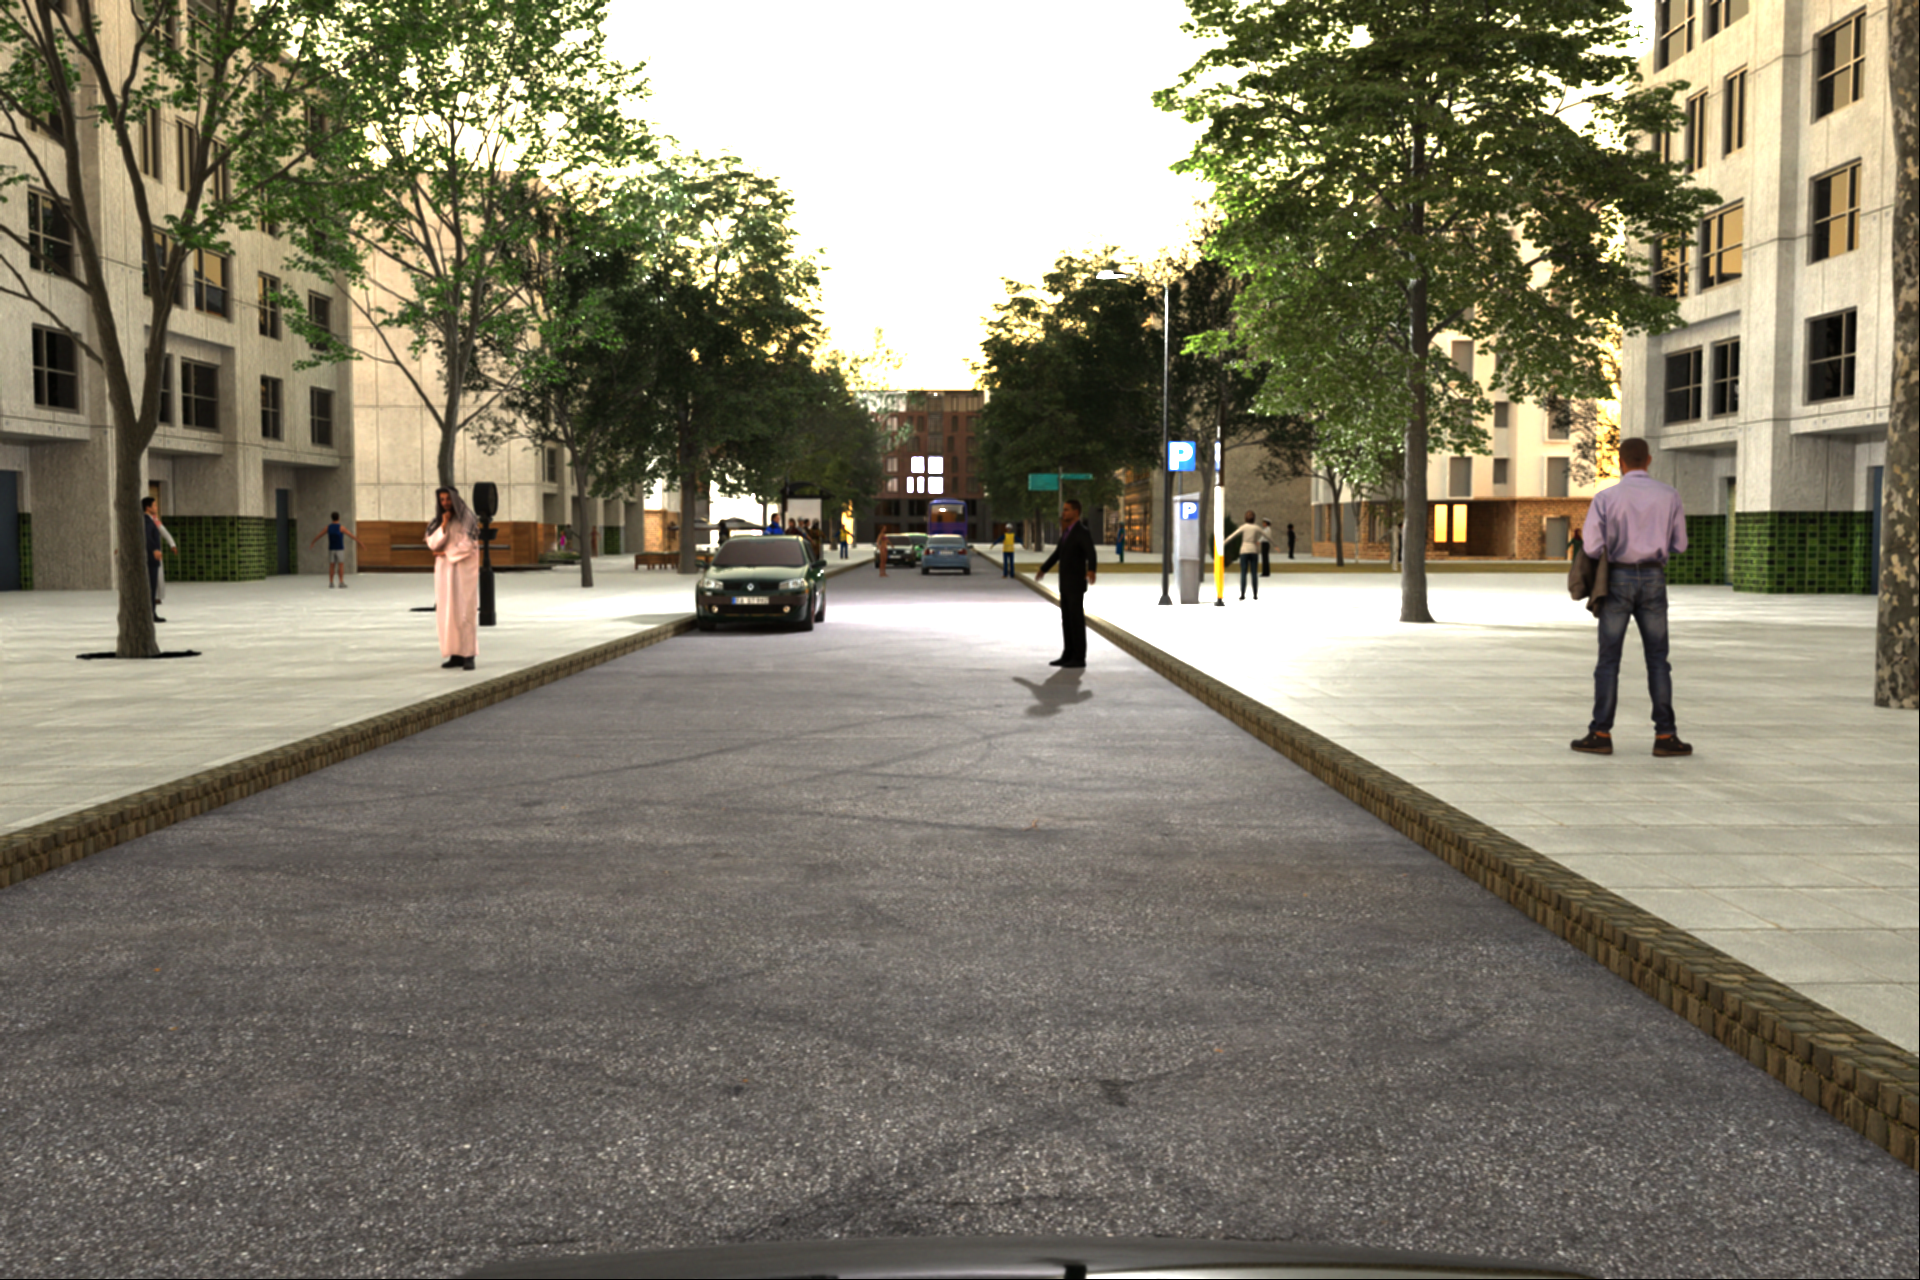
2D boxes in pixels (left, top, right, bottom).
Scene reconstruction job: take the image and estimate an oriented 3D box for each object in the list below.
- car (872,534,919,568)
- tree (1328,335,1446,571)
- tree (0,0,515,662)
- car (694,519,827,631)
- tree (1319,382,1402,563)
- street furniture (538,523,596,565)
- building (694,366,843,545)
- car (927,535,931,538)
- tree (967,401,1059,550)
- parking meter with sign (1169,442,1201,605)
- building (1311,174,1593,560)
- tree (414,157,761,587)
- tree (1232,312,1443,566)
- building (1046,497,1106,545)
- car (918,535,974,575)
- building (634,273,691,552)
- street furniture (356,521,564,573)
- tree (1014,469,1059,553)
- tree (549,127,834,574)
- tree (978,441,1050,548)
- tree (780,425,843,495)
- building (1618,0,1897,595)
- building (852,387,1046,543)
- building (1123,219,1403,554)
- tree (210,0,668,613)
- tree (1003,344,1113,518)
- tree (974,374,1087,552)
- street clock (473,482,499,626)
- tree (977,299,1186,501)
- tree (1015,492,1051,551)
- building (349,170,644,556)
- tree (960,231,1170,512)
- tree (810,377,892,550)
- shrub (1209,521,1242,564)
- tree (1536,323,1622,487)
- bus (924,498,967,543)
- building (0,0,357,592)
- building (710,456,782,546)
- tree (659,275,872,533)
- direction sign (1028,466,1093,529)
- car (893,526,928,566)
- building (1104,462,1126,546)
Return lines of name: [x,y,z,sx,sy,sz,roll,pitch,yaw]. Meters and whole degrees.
car: [-2.754,-3.943,74.254,2.009,1.686,4.222,0,4,-1]
tree: [15.484,-6.738,60.529,4.360,8.622,3.978,0,3,0]
tree: [-8.571,-5.632,17.842,9.928,11.665,9.643,0,3,0]
car: [-3.032,-1.043,26.838,2.009,1.686,4.222,0,4,-1]
tree: [17.626,-7.707,76.372,4.737,8.622,4.395,0,3,0]
street furniture: [-18.870,-4.074,73.462,11.010,1.723,9.812,0,4,-7]
building: [-29.910,-23.259,224.265,27.936,21.610,32.646,0,4,-1]
car: [-2.199,-5.576,103.530,2.083,1.381,4.827,0,4,0]
tree: [5.549,-14.379,141.748,9.857,13.997,8.962,0,3,0]
parking meter with sign: [4.164,-2.184,31.976,0.543,3.016,1.738,0,3,0]
building: [25.249,-14.752,97.608,16.016,20.090,11.380,0,4,0]
tree: [-9.055,-6.573,41.884,8.767,10.594,7.601,-1,4,-12]
tree: [15.101,-8.228,68.941,8.767,10.594,7.601,-1,4,-10]
building: [24.797,-23.080,221.334,27.936,21.610,32.646,0,4,0]
car: [-0.501,-3.063,62.084,2.014,1.417,4.499,0,4,0]
building: [-26.341,-16.506,126.295,16.016,20.090,11.380,0,4,-1]
street furniture: [-18.577,-3.340,61.463,11.010,1.723,9.812,1,4,13]
tree: [5.479,-10.087,115.287,4.737,8.622,4.395,0,3,0]
tree: [-8.690,-9.105,55.528,9.857,13.997,8.962,0,3,0]
tree: [6.112,-15.354,157.697,9.857,13.997,8.962,0,3,0]
tree: [-8.919,-9.066,98.586,4.737,8.622,4.395,0,3,0]
building: [25.698,-9.955,29.221,16.747,18.905,31.486,0,4,0]
building: [1.161,-24.892,253.412,32.646,21.610,27.936,0,4,0]
building: [21.755,-17.805,122.044,19.493,23.208,18.063,0,3,0]
tree: [-8.410,-6.284,28.500,9.928,11.665,9.643,0,3,0]
tree: [6.201,-11.297,102.841,7.486,12.596,7.792,0,3,0]
tree: [5.720,-13.400,125.738,9.857,13.997,8.962,0,3,0]
street clock: [-6.620,-1.201,24.206,0.358,2.002,0.471,0,4,0]
tree: [5.883,-10.850,87.774,12.009,13.543,11.850,0,3,0]
tree: [5.475,-11.238,134.099,4.737,8.622,4.395,0,3,0]
building: [-29.395,-14.291,100.109,16.747,18.905,31.486,0,4,-1]
tree: [4.742,-10.278,74.702,9.857,13.997,8.962,0,3,0]
tree: [-9.841,-13.997,135.506,9.857,13.997,8.962,0,3,0]
shrub: [11.511,-4.314,74.959,1.690,2.028,1.600,0,3,0]
tree: [28.243,-8.337,70.727,8.767,10.594,7.601,0,4,-6]
bus: [-0.947,-7.769,118.575,2.896,3.916,12.251,0,4,-2]
building: [-27.712,-10.566,39.220,16.747,18.905,31.486,0,3,0]
building: [-23.564,-15.404,193.998,9.099,9.664,28.070,0,4,0]
tree: [-9.166,-10.388,80.219,12.009,13.543,11.850,0,3,0]
direction sign: [3.967,-4.831,67.755,2.525,3.948,1.411,0,4,-1]
car: [-2.157,-4.332,79.619,1.959,1.807,4.718,0,4,-1]
building: [25.962,-21.982,190.341,19.493,23.208,18.063,0,4,0]
